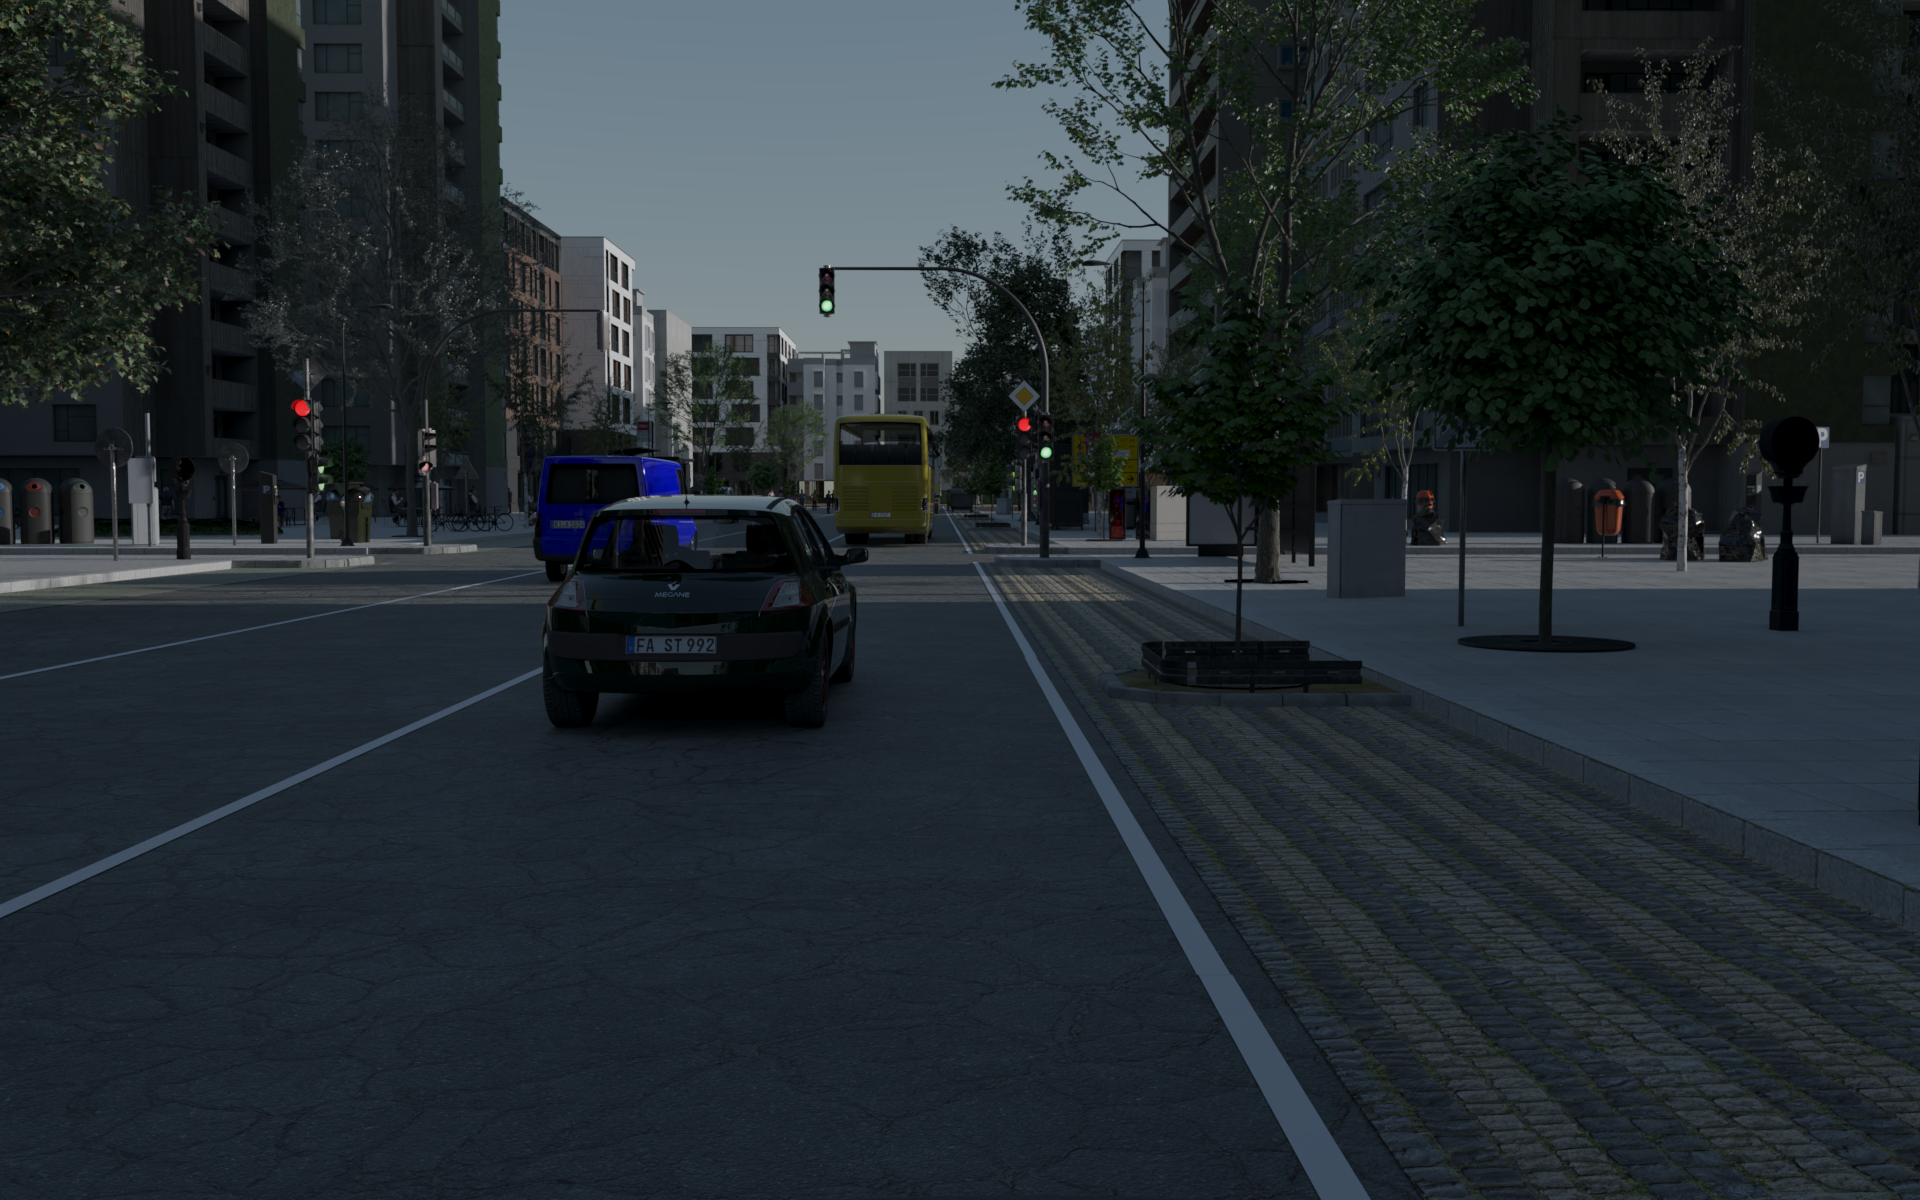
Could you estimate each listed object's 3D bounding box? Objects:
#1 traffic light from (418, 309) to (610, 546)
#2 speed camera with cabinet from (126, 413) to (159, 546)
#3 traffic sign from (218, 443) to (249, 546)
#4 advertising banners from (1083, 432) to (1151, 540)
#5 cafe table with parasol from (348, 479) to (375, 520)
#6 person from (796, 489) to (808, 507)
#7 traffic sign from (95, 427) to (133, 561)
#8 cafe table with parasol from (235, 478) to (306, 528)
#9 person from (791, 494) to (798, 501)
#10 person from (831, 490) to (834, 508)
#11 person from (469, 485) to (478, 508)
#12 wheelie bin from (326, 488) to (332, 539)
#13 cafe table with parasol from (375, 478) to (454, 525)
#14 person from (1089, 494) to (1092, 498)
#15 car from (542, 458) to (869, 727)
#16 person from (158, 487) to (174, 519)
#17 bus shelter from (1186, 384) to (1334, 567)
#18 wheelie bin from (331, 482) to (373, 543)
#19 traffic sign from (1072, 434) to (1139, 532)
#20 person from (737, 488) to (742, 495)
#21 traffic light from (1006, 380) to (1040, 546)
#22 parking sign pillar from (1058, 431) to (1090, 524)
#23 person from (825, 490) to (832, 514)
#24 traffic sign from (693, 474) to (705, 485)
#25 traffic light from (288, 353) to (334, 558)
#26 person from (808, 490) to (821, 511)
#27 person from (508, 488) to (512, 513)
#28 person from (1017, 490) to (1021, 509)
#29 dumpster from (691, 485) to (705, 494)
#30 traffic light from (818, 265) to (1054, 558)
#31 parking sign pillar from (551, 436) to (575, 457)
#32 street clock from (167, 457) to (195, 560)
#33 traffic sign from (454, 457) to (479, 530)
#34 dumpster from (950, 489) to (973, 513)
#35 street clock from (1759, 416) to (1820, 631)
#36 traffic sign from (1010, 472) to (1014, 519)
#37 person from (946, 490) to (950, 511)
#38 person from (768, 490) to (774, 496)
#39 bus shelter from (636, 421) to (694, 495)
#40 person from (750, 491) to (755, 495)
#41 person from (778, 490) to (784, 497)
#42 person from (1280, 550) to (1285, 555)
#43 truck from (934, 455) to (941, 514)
[{"bbox_3d":[-11.024,-4.158,42.655,4.771,5.953,1.251,0,4,-1],"label":"traffic light"},{"bbox_3d":[-20.311,-2.978,43.031,0.660,3.252,2.038,-1,4,-22],"label":"speed camera with cabinet"},{"bbox_3d":[-18.083,-2.630,43.104,0.768,2.556,0.104,0,4,3],"label":"traffic sign"},{"bbox_3d":[4.484,-3.225,48.921,2.074,3.025,0.090,1,4,18],"label":"advertising banners"},{"bbox_3d":[-26.738,-4.384,76.545,2.610,1.966,2.610,2,4,33],"label":"cafe table with parasol"},{"bbox_3d":[-12.447,-7.802,136.141,1.350,1.814,0.705,-3,4,-37],"label":"person"},{"bbox_3d":[-16.168,-2.018,33.098,0.768,2.556,0.104,0,4,7],"label":"traffic sign"},{"bbox_3d":[-26.347,-3.755,66.262,2.610,1.966,2.610,-2,4,-25],"label":"cafe table with parasol"},{"bbox_3d":[-12.529,-7.246,130.201,0.697,1.427,0.421,-1,4,-19],"label":"person"},{"bbox_3d":[-12.587,-10.045,172.358,1.348,1.869,0.705,0,4,5],"label":"person"},{"bbox_3d":[-26.838,-5.424,95.260,0.617,1.759,0.750,-3,4,-36],"label":"person"},{"bbox_3d":[-17.616,-2.532,49.311,0.693,1.594,0.980,1,4,19],"label":"wheelie bin"},{"bbox_3d":[-22.399,-4.103,71.942,2.610,1.966,2.610,0,4,4],"label":"cafe table with parasol"},{"bbox_3d":[9.941,-8.011,137.549,1.217,1.766,0.721,-1,4,-13],"label":"person"},{"bbox_3d":[-1.667,-0.137,12.032,2.009,1.686,4.222,0,3,0],"label":"car"},{"bbox_3d":[-30.482,-3.554,66.362,0.569,1.553,0.471,0,4,3],"label":"person"},{"bbox_3d":[5.461,-2.387,32.945,2.014,3.302,5.546,0,4,-1],"label":"bus shelter"},{"bbox_3d":[-15.882,-2.307,45.634,0.693,1.594,0.980,1,4,14],"label":"wheelie bin"},{"bbox_3d":[4.919,-3.963,58.671,2.265,3.308,0.079,0,4,-1],"label":"traffic sign"},{"bbox_3d":[-16.260,-7.347,126.893,0.721,1.743,1.217,-2,4,-26],"label":"person"},{"bbox_3d":[1.565,-3.296,42.811,0.839,4.253,0.868,0,4,-1],"label":"traffic light"},{"bbox_3d":[4.857,-5.250,74.311,1.447,3.967,1.447,0,4,-7],"label":"parking sign pillar"},{"bbox_3d":[-9.559,-7.127,125.947,0.541,1.710,0.530,-3,4,-37],"label":"person"},{"bbox_3d":[-16.697,-6.771,110.808,0.768,2.556,0.104,0,4,0],"label":"traffic sign"},{"bbox_3d":[-13.003,-2.794,34.607,0.839,4.253,0.868,0,4,-1],"label":"traffic light"},{"bbox_3d":[-12.551,-8.604,149.266,1.348,1.812,0.705,1,4,18],"label":"person"},{"bbox_3d":[-29.961,-6.616,115.134,0.530,1.710,0.541,2,4,30],"label":"person"},{"bbox_3d":[4.546,-7.902,136.042,0.445,1.727,0.742,-3,5,-41],"label":"person"},{"bbox_3d":[-16.075,-6.203,107.176,1.264,1.857,1.865,0,4,-1],"label":"dumpster"},{"bbox_3d":[-0.414,-3.669,34.656,4.771,5.953,1.251,0,4,-1],"label":"traffic light"},{"bbox_3d":[-18.655,-5.688,81.464,1.447,3.967,1.447,3,4,36],"label":"parking sign pillar"},{"bbox_3d":[-15.240,-1.797,33.945,0.358,2.002,0.471,2,4,25],"label":"street clock"},{"bbox_3d":[-17.359,-3.727,60.945,0.884,2.594,0.081,0,4,3],"label":"traffic sign"},{"bbox_3d":[0.128,-7.665,133.536,1.865,1.857,1.264,0,4,1],"label":"dumpster"},{"bbox_3d":[7.753,-0.714,16.241,0.471,2.002,0.358,0,4,-4],"label":"street clock"},{"bbox_3d":[2.751,-5.548,90.718,0.884,2.594,0.081,0,4,1],"label":"traffic sign"},{"bbox_3d":[-0.952,-8.622,149.477,0.705,1.824,1.348,2,4,25],"label":"person"},{"bbox_3d":[-20.062,-10.845,184.292,0.756,1.711,0.436,-2,4,-25],"label":"person"},{"bbox_3d":[-16.686,-7.347,97.763,2.179,5.291,8.768,0,4,-1],"label":"bus shelter"},{"bbox_3d":[-23.742,-11.591,198.147,1.348,1.807,0.705,-1,4,-10],"label":"person"},{"bbox_3d":[-13.620,-7.435,130.777,0.721,1.736,1.217,2,4,23],"label":"person"},{"bbox_3d":[6.984,-1.706,37.085,0.600,1.739,0.565,-2,4,-32],"label":"person"},{"bbox_3d":[-2.775,-8.461,127.248,2.839,4.237,11.283,0,4,-2],"label":"truck"}]
